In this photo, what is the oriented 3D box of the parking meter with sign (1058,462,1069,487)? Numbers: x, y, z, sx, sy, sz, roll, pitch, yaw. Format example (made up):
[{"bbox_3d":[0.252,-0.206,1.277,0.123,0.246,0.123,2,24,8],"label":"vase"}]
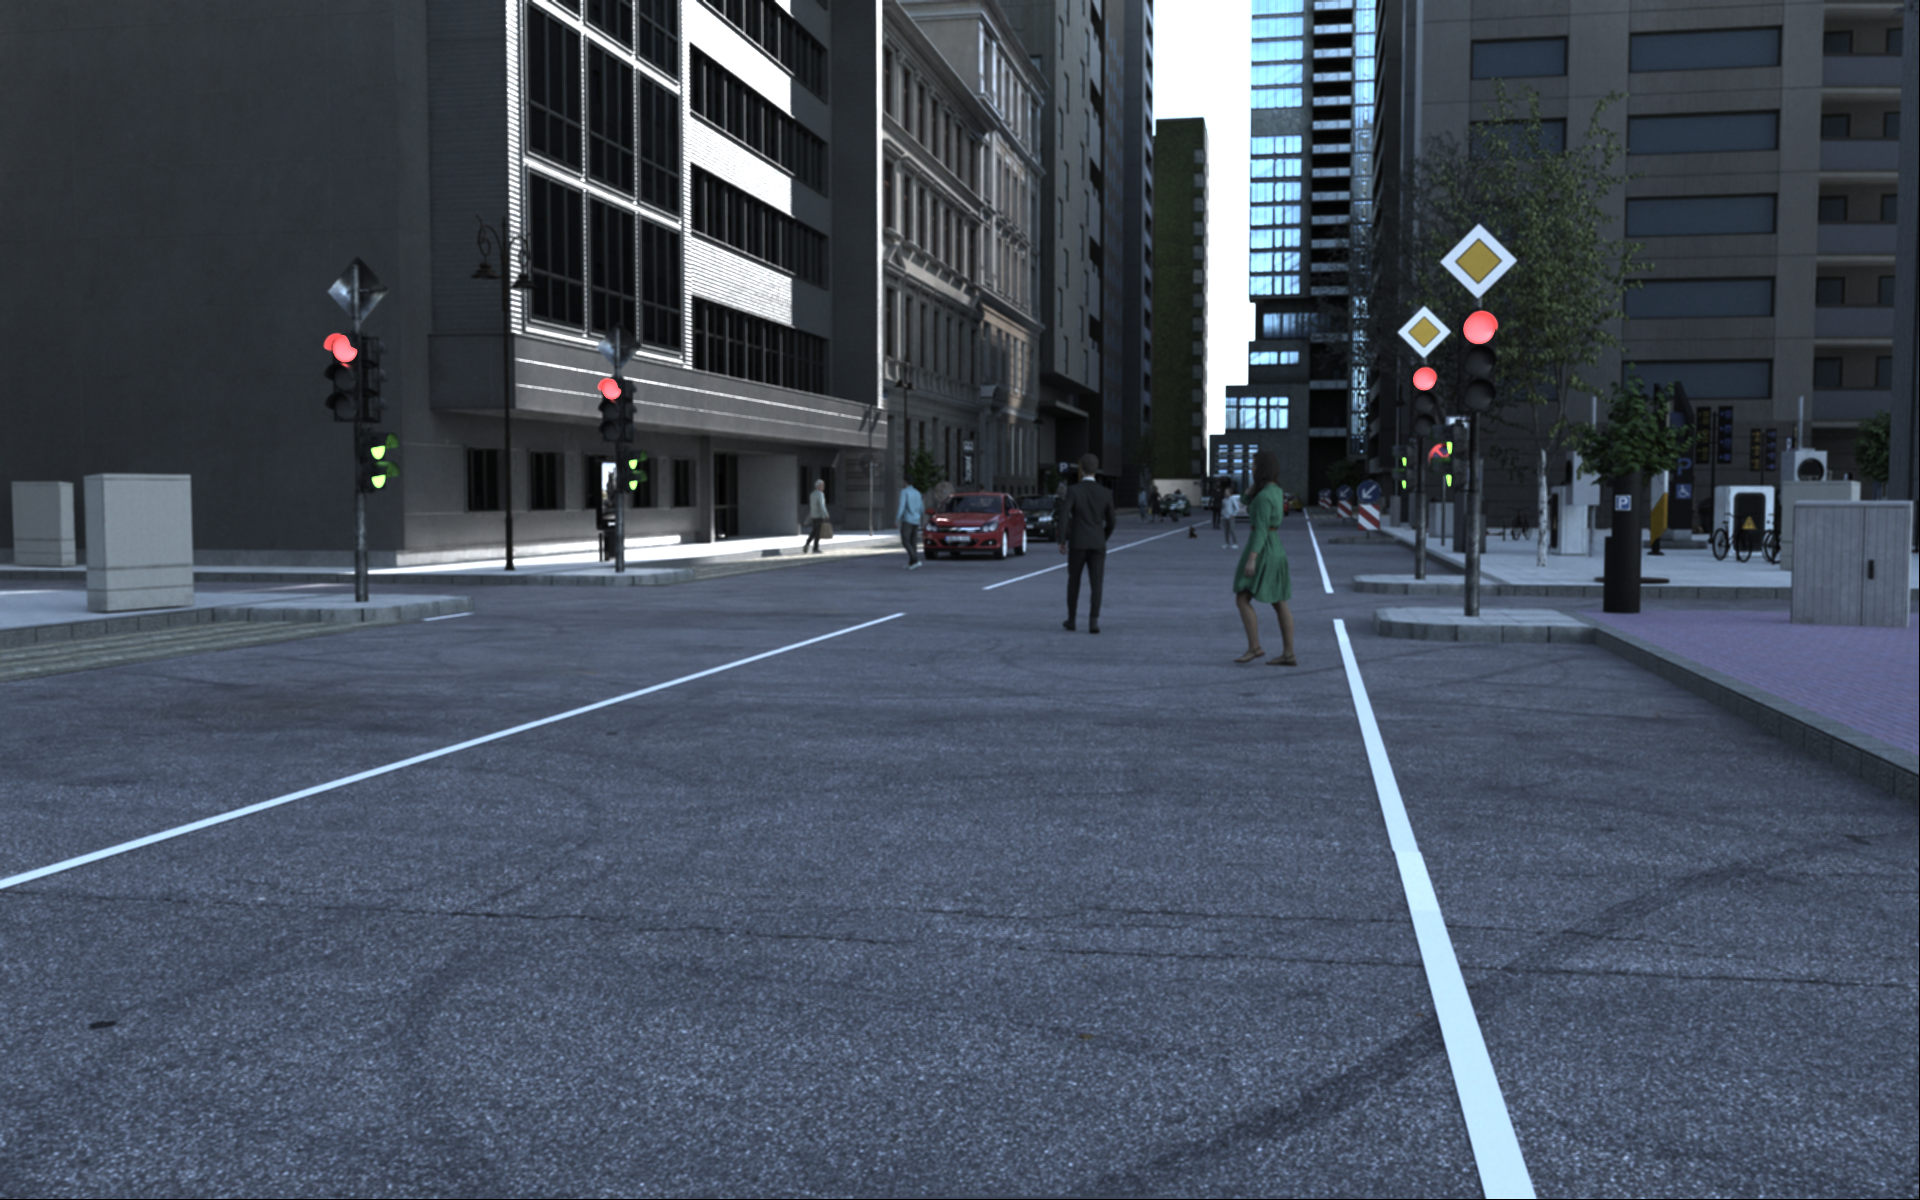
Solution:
[{"bbox_3d":[5.551,-5.998,94.335,0.543,3.016,1.738,1,4,10],"label":"parking meter with sign"}]

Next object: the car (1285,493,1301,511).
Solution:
[{"bbox_3d":[27.329,-8.269,144.244,2.155,1.783,4.494,1,4,10],"label":"car"}]

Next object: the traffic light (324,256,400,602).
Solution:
[{"bbox_3d":[-7.114,-1.933,20.526,0.839,4.253,0.868,1,4,11],"label":"traffic light"}]

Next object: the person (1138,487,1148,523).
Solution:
[{"bbox_3d":[9.156,-4.767,86.704,0.793,1.790,0.793,-3,5,-41],"label":"person"}]

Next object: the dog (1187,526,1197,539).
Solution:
[{"bbox_3d":[7.468,-2.201,56.173,0.550,0.427,0.748,3,4,37],"label":"dog"}]

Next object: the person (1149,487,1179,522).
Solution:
[{"bbox_3d":[10.308,-4.856,88.110,1.509,1.804,0.699,2,4,32],"label":"person"}]

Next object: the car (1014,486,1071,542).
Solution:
[{"bbox_3d":[2.322,-2.633,52.835,2.009,1.686,4.222,1,4,12],"label":"car"}]

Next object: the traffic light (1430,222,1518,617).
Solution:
[{"bbox_3d":[5.363,-1.785,18.101,0.839,4.253,0.868,1,4,11],"label":"traffic light"}]

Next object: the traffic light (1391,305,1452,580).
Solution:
[{"bbox_3d":[6.902,-2.264,25.936,0.839,4.253,0.868,1,4,11],"label":"traffic light"}]

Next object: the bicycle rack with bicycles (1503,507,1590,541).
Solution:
[{"bbox_3d":[16.274,-2.114,47.940,2.852,0.926,2.925,2,4,27],"label":"bicycle rack with bicycles"}]

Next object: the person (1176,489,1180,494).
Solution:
[{"bbox_3d":[18.235,-8.356,145.051,1.348,1.831,0.705,3,4,38],"label":"person"}]

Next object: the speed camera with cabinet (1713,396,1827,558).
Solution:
[{"bbox_3d":[16.367,-2.485,34.970,2.038,3.252,0.660,0,4,-3],"label":"speed camera with cabinet"}]

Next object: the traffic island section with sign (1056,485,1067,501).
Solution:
[{"bbox_3d":[4.694,-4.319,79.237,1.989,1.847,2.006,1,4,11],"label":"traffic island section with sign"}]

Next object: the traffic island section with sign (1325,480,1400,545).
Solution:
[{"bbox_3d":[11.702,-2.541,50.179,1.989,1.847,2.006,1,4,11],"label":"traffic island section with sign"}]

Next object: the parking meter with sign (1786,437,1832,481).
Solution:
[{"bbox_3d":[26.141,-3.456,52.774,1.738,3.016,0.543,0,4,8],"label":"parking meter with sign"}]

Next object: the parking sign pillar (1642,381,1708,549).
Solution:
[{"bbox_3d":[16.893,-3.201,40.810,1.447,3.967,1.447,0,4,8],"label":"parking sign pillar"}]

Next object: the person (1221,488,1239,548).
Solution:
[{"bbox_3d":[7.117,-2.176,45.883,0.330,1.601,0.589,-2,4,-32],"label":"person"}]

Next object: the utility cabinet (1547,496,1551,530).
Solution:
[{"bbox_3d":[21.138,-3.060,61.191,1.020,1.237,0.306,1,4,20],"label":"utility cabinet"}]

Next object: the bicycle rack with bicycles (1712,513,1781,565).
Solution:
[{"bbox_3d":[15.615,-1.150,32.177,2.852,0.926,2.925,0,4,6],"label":"bicycle rack with bicycles"}]

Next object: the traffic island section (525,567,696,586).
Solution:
[{"bbox_3d":[-5.613,-0.381,28.504,2.009,0.180,2.903,1,4,11],"label":"traffic island section"}]

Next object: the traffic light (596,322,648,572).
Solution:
[{"bbox_3d":[-5.575,-2.412,28.362,0.839,4.253,0.868,1,4,11],"label":"traffic light"}]

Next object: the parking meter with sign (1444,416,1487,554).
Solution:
[{"bbox_3d":[11.147,-2.555,38.041,0.543,3.016,1.738,0,4,-2],"label":"parking meter with sign"}]

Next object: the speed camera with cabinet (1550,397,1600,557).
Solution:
[{"bbox_3d":[12.780,-2.547,35.987,0.660,3.252,2.038,0,4,7],"label":"speed camera with cabinet"}]

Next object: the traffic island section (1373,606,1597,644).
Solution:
[{"bbox_3d":[5.400,0.249,18.207,2.009,0.180,2.903,1,4,11],"label":"traffic island section"}]

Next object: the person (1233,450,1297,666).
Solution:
[{"bbox_3d":[2.549,-0.347,14.424,0.529,1.795,0.600,1,4,14],"label":"person"}]

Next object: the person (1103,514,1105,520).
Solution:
[{"bbox_3d":[7.725,-5.267,94.428,0.447,1.846,0.655,0,4,5],"label":"person"}]

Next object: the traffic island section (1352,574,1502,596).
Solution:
[{"bbox_3d":[6.939,-0.230,26.043,2.009,0.180,2.903,1,4,11],"label":"traffic island section"}]

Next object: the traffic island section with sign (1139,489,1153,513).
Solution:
[{"bbox_3d":[14.325,-7.319,128.300,1.989,1.847,2.006,1,4,11],"label":"traffic island section with sign"}]

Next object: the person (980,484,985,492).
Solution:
[{"bbox_3d":[0.759,-2.982,57.590,0.374,1.781,0.599,2,4,33],"label":"person"}]

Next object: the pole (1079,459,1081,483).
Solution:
[{"bbox_3d":[7.025,-6.583,101.477,0.158,3.312,0.155,0,3,0],"label":"pole"}]

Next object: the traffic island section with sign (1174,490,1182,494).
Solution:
[{"bbox_3d":[19.523,-8.937,154.751,1.989,1.847,2.006,1,4,11],"label":"traffic island section with sign"}]

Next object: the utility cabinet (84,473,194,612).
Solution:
[{"bbox_3d":[-9.075,-0.641,19.157,0.318,1.500,1.173,1,4,23],"label":"utility cabinet"}]

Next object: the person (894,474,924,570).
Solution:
[{"bbox_3d":[-0.926,-1.499,33.020,0.620,1.820,0.660,2,4,35],"label":"person"}]

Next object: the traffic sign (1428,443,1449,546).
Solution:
[{"bbox_3d":[11.957,-2.611,42.801,0.768,2.556,0.104,1,4,15],"label":"traffic sign"}]

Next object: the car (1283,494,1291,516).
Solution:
[{"bbox_3d":[20.754,-6.432,114.210,2.155,1.783,4.494,1,4,10],"label":"car"}]

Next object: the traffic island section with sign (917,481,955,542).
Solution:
[{"bbox_3d":[-0.531,-2.688,52.582,1.989,1.847,2.006,1,4,11],"label":"traffic island section with sign"}]

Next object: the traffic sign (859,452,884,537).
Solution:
[{"bbox_3d":[-2.673,-3.177,52.048,0.768,2.556,0.104,1,4,13],"label":"traffic sign"}]

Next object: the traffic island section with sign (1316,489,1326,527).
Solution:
[{"bbox_3d":[16.883,-4.159,76.633,1.989,1.847,2.006,1,4,11],"label":"traffic island section with sign"}]

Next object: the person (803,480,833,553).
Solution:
[{"bbox_3d":[-3.403,-1.992,41.561,0.515,1.767,0.782,-2,4,-35],"label":"person"}]

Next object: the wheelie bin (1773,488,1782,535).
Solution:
[{"bbox_3d":[25.956,-2.849,54.492,0.693,1.594,0.980,0,4,-1],"label":"wheelie bin"}]

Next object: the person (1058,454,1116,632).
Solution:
[{"bbox_3d":[1.288,-0.597,18.032,0.659,1.850,0.755,0,4,-8],"label":"person"}]

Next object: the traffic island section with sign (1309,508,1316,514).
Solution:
[{"bbox_3d":[26.614,-7.188,126.146,1.989,1.847,2.006,1,4,11],"label":"traffic island section with sign"}]

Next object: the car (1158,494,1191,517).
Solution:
[{"bbox_3d":[13.838,-6.103,111.581,2.131,1.459,4.920,1,4,12],"label":"car"}]

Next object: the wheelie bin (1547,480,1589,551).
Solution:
[{"bbox_3d":[13.289,-1.835,37.908,0.693,1.594,0.980,2,4,34],"label":"wheelie bin"}]

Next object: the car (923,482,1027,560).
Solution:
[{"bbox_3d":[0.372,-1.842,39.165,2.155,1.783,4.494,1,4,11],"label":"car"}]

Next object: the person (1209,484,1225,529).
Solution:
[{"bbox_3d":[10.472,-3.809,70.554,0.659,1.850,0.755,1,4,11],"label":"person"}]

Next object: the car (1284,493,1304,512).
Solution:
[{"bbox_3d":[26.478,-7.842,138.433,2.015,1.641,3.980,1,4,10],"label":"car"}]

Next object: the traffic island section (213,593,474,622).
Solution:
[{"bbox_3d":[-7.152,0.099,20.668,2.009,0.180,2.903,1,4,11],"label":"traffic island section"}]

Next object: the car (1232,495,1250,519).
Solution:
[{"bbox_3d":[14.719,-4.762,90.228,2.083,1.381,4.827,1,4,11],"label":"car"}]
